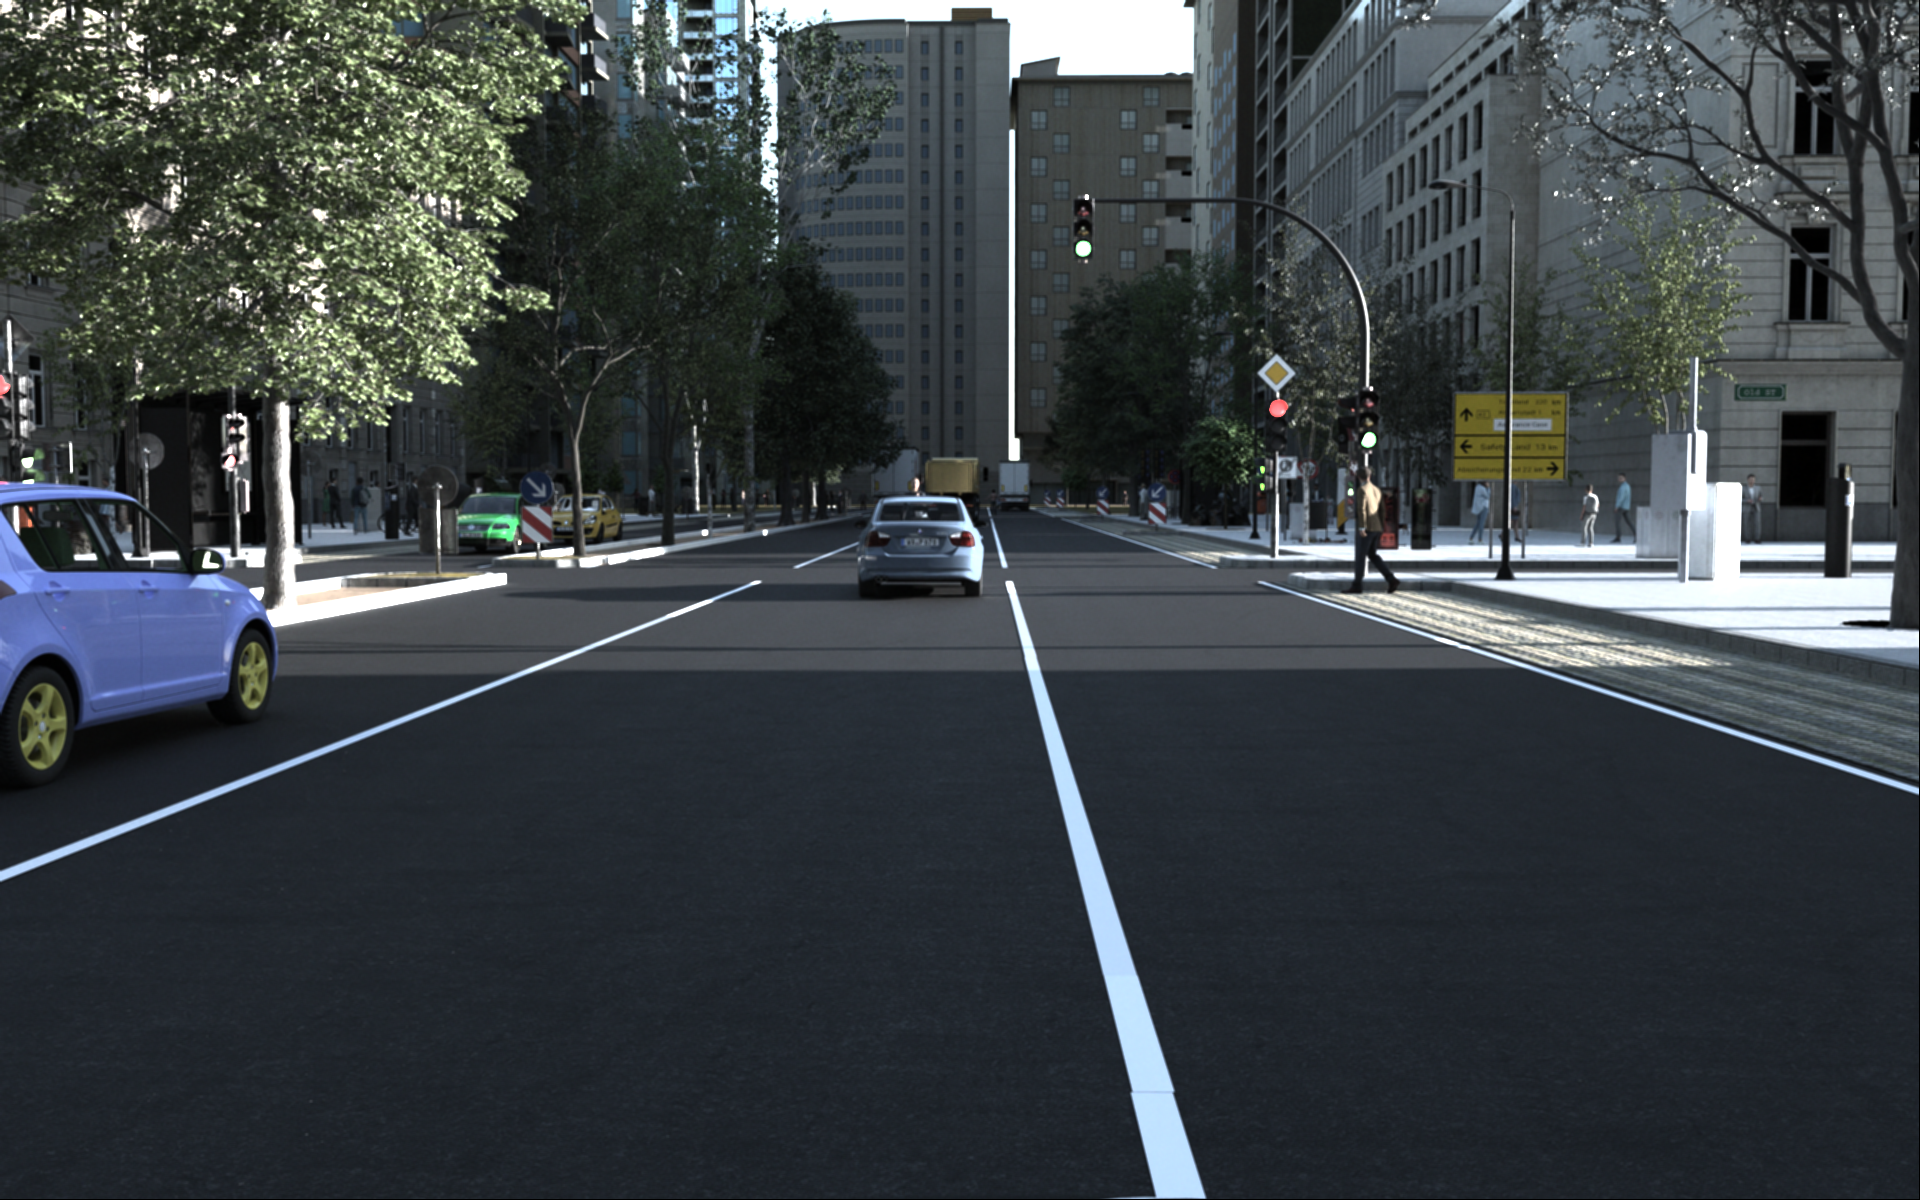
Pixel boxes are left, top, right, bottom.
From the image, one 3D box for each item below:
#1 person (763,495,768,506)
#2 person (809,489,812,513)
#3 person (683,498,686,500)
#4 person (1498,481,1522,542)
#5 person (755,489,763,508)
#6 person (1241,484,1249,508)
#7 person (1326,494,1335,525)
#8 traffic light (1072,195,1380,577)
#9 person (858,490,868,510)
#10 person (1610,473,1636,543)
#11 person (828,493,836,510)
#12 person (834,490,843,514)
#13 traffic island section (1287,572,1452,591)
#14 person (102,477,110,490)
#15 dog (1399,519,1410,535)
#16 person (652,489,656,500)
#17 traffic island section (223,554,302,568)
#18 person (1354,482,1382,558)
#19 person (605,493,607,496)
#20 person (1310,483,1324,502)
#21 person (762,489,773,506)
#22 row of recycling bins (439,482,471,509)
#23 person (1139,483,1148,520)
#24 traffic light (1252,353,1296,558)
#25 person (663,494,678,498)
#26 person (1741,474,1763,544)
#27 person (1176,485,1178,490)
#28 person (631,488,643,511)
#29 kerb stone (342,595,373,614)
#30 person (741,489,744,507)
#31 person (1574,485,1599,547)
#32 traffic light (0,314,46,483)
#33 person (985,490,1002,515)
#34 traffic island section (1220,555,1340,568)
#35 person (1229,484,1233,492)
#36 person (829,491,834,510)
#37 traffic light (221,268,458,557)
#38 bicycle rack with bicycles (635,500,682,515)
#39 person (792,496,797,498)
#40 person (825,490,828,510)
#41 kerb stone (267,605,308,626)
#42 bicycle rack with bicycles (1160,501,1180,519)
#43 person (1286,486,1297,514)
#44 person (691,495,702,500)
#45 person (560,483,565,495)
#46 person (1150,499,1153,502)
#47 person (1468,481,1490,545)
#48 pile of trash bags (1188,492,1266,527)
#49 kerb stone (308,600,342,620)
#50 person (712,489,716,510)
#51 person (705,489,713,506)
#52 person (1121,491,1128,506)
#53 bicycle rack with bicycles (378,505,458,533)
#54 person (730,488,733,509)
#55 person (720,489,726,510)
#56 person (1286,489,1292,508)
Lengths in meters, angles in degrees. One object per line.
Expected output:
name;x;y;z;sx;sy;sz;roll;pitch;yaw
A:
person;-21.697;-11.083;192.945;0.421;1.427;0.697;2;4;27
person;-11.330;-7.398;129.588;0.705;1.807;1.348;-2;4;-24
person;-25.473;-9.404;160.581;0.721;1.735;1.217;0;4;-1
person;14.711;-2.451;46.146;0.654;1.822;0.581;2;4;32
person;-18.453;-9.310;158.793;0.750;1.759;0.617;-3;4;-39
person;14.144;-4.903;86.477;0.573;1.790;0.520;1;4;9
person;15.609;-3.834;73.005;0.425;1.301;0.394;0;4;-4
traffic light;4.092;-3.177;26.613;4.771;5.953;1.251;0;4;1
person;-8.555;-8.807;153.053;0.990;1.755;0.434;2;4;28
person;17.456;-2.420;45.467;0.638;1.841;0.748;-3;5;-40
person;-11.586;-9.060;157.346;0.721;1.735;1.217;2;4;33
person;-8.645;-6.941;122.788;0.742;1.727;0.445;1;4;9
traffic island section;6.225;-0.279;26.839;2.009;0.180;2.903;0;4;1
person;-26.879;-2.967;54.646;0.778;1.811;0.616;-2;4;-30
dog;13.957;-2.324;54.832;0.540;0.507;0.406;0;4;7
person;-26.924;-8.871;152.004;0.541;1.710;0.530;0;4;-8
traffic island section;-14.702;-0.785;35.121;2.009;0.180;2.903;0;4;1
person;8.016;-1.726;34.438;0.419;1.800;0.721;-2;4;-31
person;-30.982;-8.759;150.033;0.721;1.735;1.217;2;4;31
person;16.592;-4.532;80.488;0.623;1.781;0.721;0;4;6
person;-20.241;-10.764;182.163;1.348;1.807;0.705;0;4;2
row of recycling bins;-18.293;-3.416;62.960;1.069;1.692;3.534;-1;4;-22
person;8.953;-4.759;84.079;0.478;1.798;0.641;-3;4;-36
traffic light;6.297;-2.801;34.710;0.839;4.253;0.868;0;4;1
person;-23.057;-8.048;137.619;1.348;1.826;0.705;0;4;0
person;20.547;-2.367;44.936;0.606;1.804;0.583;0;4;7
person;12.582;-5.779;100.873;0.623;1.781;0.721;-2;4;-32
person;-25.044;-7.807;134.412;1.217;1.743;0.721;1;4;20
kerb stone;-7.458;0.061;21.194;0.120;0.150;1.000;0;4;1
person;-21.762;-10.160;172.683;0.750;1.759;0.617;3;5;43
person;15.200;-2.037;41.946;0.523;1.515;0.503;2;4;35
traffic light;-14.774;-2.329;27.002;0.839;4.253;0.868;0;4;1
person;2.286;-6.696;118.693;1.217;1.736;0.721;-1;4;-10
traffic island section;6.337;-0.767;34.823;2.009;0.180;2.903;0;4;1
person;14.271;-5.269;92.150;0.622;1.834;0.822;-2;4;-25
person;-11.173;-8.727;152.017;0.721;1.723;1.217;0;4;3
traffic light;-12.570;-3.690;34.992;4.771;5.953;1.251;0;4;1
bicycle rack with bicycles;-18.160;-5.642;105.624;2.925;0.926;2.852;0;4;-1
person;-17.794;-10.816;186.140;1.065;1.426;0.557;3;5;41
person;-12.392;-9.210;159.226;0.705;1.807;1.348;2;4;24
kerb stone;-7.494;0.186;19.151;0.120;0.150;1.000;0;4;1
bicycle rack with bicycles;10.875;-4.785;91.615;2.925;0.926;2.852;-3;5;-44
person;18.896;-5.661;98.561;0.822;1.834;0.622;-1;4;-9
person;-21.396;-8.147;138.875;1.348;1.869;0.705;-1;4;-13
person;-19.757;-4.864;85.600;0.654;1.822;0.581;2;4;34
person;11.785;-6.040;104.893;0.679;1.850;0.850;-1;4;-23
person;13.148;-2.294;43.818;0.793;1.790;0.793;-3;4;-37
pile of trash bags;10.991;-3.667;69.709;3.447;1.369;1.912;-2;4;-30
kerb stone;-7.474;0.124;20.173;0.120;0.150;1.000;0;4;1
person;-20.234;-8.254;141.721;0.721;1.736;1.217;1;4;10
person;-26.021;-10.692;180.801;1.348;1.831;0.705;2;4;33
person;18.036;-11.052;189.759;0.434;1.755;0.990;-3;5;-41
bicycle rack with bicycles;-17.896;-2.710;57.689;2.925;0.926;2.852;-1;4;-8
person;-20.042;-8.923;151.950;0.705;1.821;1.348;-1;4;-13
person;-18.634;-7.857;135.971;0.593;1.643;0.415;1;4;15
person;17.141;-5.171;90.444;0.638;1.841;0.748;-2;4;-31
